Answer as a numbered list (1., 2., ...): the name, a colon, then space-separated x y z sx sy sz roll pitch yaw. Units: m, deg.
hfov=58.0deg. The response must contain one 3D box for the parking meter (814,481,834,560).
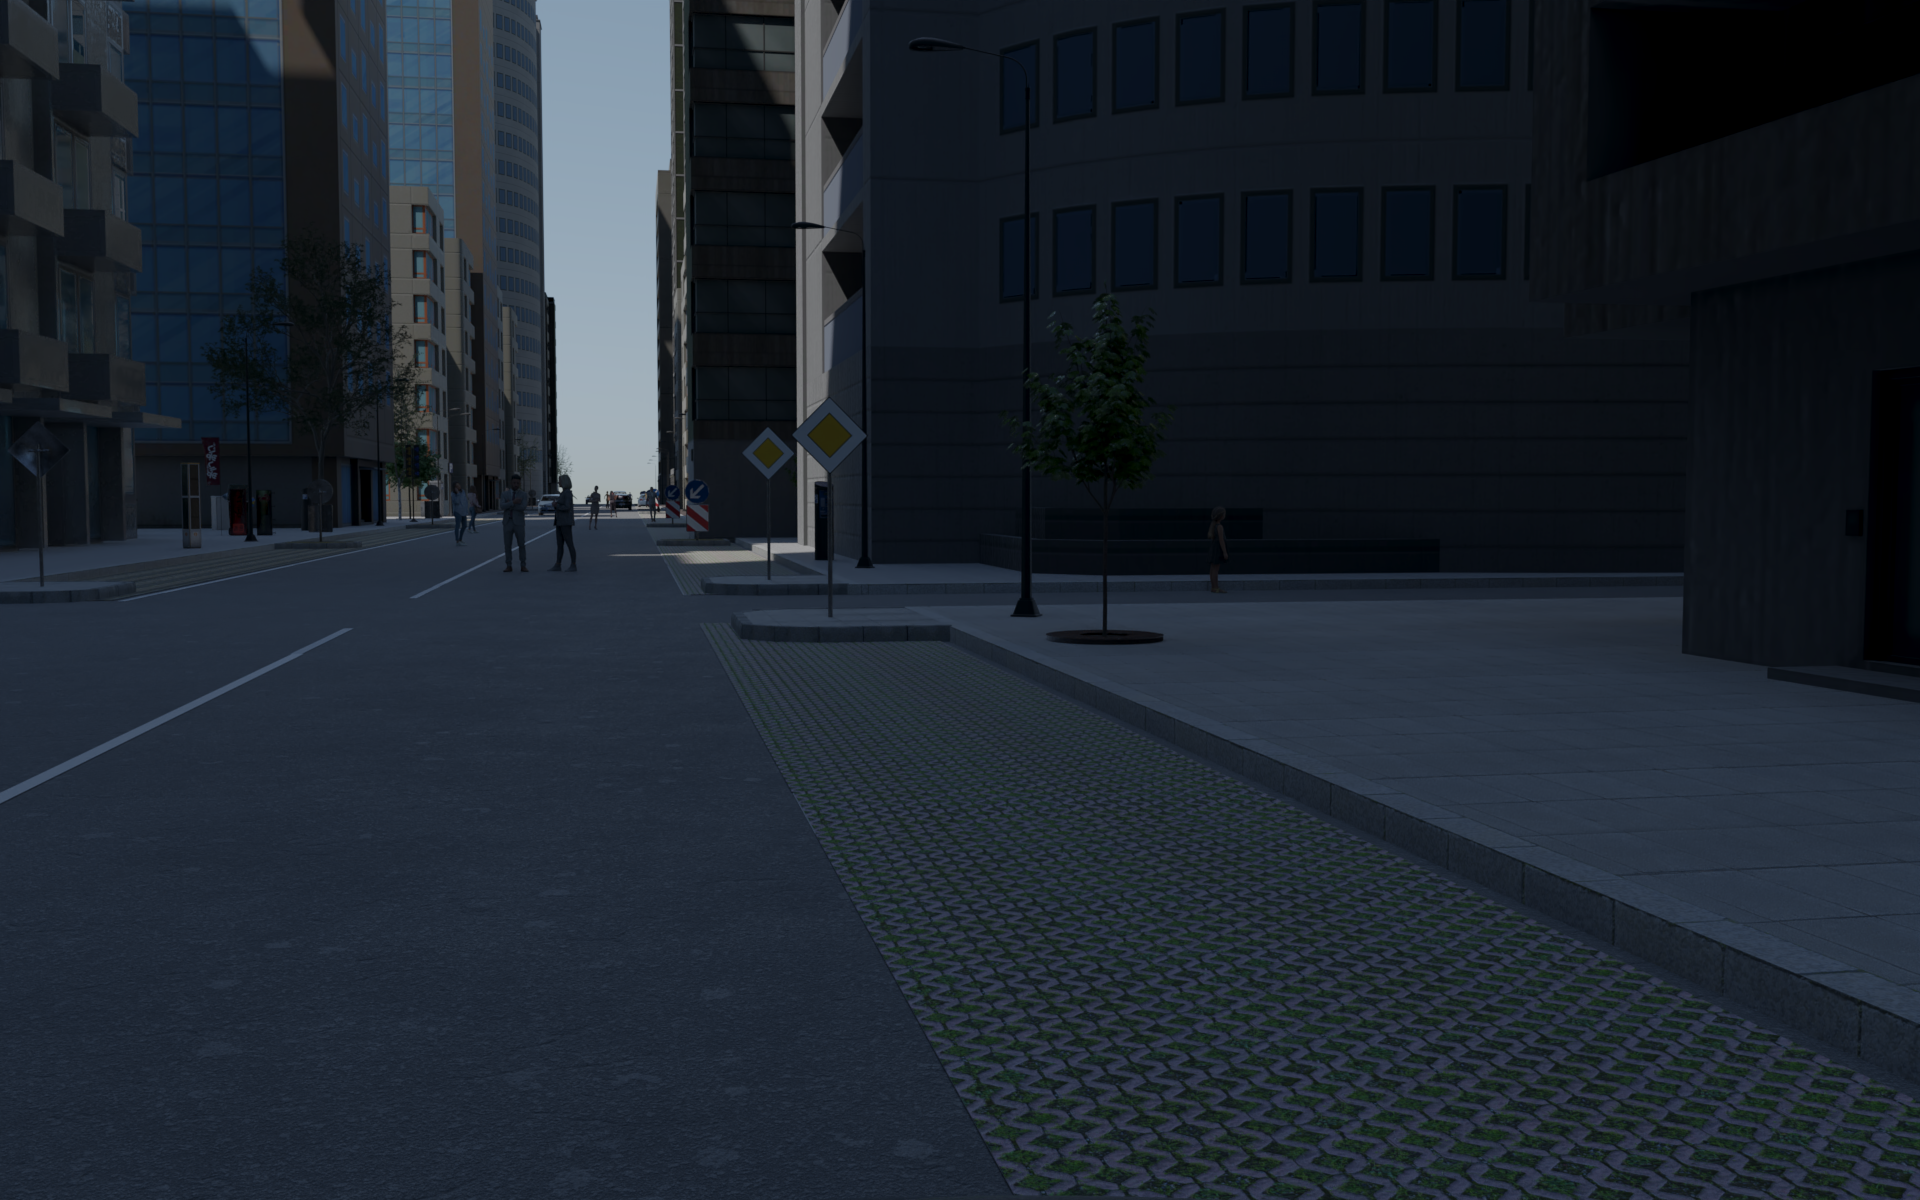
1. parking meter: -2.636 -1.540 33.592 0.372 1.533 0.369 0 3 0

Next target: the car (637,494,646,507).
1. car: -34.259 -10.832 189.105 2.014 1.417 4.499 -1 4 -12

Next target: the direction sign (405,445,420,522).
1. direction sign: -25.143 -5.358 79.596 0.379 3.537 0.876 2 4 23

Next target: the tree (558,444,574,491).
1. tree: -58.989 -18.610 254.636 4.360 8.622 3.978 0 3 0

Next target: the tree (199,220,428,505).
1. tree: -22.428 -7.683 60.028 8.767 10.594 7.601 0 4 6

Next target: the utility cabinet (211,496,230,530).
1. utility cabinet: -26.163 -3.093 61.735 0.306 1.237 1.020 2 4 27

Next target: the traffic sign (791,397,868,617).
1. traffic sign: -1.353 -0.877 17.974 0.795 2.450 0.064 -1 4 -11

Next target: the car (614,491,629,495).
1. car: -40.991 -12.226 208.575 2.281 1.827 5.304 -1 4 -12

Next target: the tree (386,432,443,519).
1. tree: -28.355 -6.445 89.085 4.285 4.588 4.351 0 3 0

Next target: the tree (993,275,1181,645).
1. tree: 1.366 -1.262 15.239 1.663 3.219 1.824 0 3 0

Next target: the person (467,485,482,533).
1. person: -17.807 -3.313 63.255 0.593 1.750 0.643 3 5 43

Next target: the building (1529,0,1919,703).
1. building: 11.583 -14.643 11.113 14.160 30.474 14.107 -1 4 -11

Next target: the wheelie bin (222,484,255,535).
1. wheelie bin: -22.557 -2.832 54.212 0.980 1.594 0.693 -1 4 -13

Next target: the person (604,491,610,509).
1. person: -34.426 -9.802 169.482 1.217 1.735 0.721 3 4 37

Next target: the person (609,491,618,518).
1. person: -21.152 -5.850 105.614 0.415 1.643 0.593 3 4 38

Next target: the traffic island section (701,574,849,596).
1. traffic island section: -2.834 -0.221 25.899 2.009 0.180 2.903 -1 4 -11

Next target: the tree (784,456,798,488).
1. tree: -3.926 -3.337 49.161 1.663 3.219 1.824 0 3 0

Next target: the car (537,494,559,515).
1. car: -27.987 -6.534 118.828 2.014 1.417 4.499 -1 4 -11

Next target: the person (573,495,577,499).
1. person: -33.543 -8.548 149.084 1.217 1.723 0.721 -2 4 -24

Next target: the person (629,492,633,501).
1. person: -45.577 -14.067 239.433 0.756 1.711 0.436 1 4 17

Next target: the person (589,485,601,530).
1. person: -14.694 -3.724 69.729 0.599 1.781 0.374 -2 4 -34

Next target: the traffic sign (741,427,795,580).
1. traffic sign: -2.855 -1.356 25.817 0.795 2.450 0.064 -1 4 -11

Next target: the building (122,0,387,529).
1. building: -31.128 -25.634 69.226 14.600 45.320 14.200 -1 4 -11

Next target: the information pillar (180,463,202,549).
1. information pillar: -18.138 -2.224 40.852 0.304 2.012 0.304 2 4 32

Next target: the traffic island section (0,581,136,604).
1. traffic island section: -12.746 -0.106 24.011 2.009 0.180 2.903 -1 4 -11

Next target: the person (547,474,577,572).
1. person: -7.359 -1.428 32.030 0.526 1.800 0.537 -1 4 -21

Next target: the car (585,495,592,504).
1. car: -51.939 -14.181 244.432 1.945 1.354 3.894 -1 4 -9

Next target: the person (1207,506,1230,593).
1. person: 3.749 -0.727 25.059 0.373 1.253 0.362 0 4 -7

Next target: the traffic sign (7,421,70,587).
1. traffic sign: -12.725 -1.242 23.954 0.795 2.450 0.064 -1 4 -11

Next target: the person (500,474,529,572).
1. person: -8.191 -1.416 31.834 0.511 1.800 0.466 -1 4 -22

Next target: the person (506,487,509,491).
1. person: -24.785 -5.301 95.188 0.660 1.820 0.620 -1 4 -13

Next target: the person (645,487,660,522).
1. person: -15.757 -4.905 88.817 0.709 1.813 0.853 -1 4 -20

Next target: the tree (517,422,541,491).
1. tree: -43.723 -13.527 171.527 4.360 8.622 3.978 0 3 0

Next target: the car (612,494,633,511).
1. car: -29.805 -8.727 152.479 2.009 1.686 4.222 -1 4 -12

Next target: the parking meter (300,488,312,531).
1. parking meter: -22.895 -3.197 60.675 0.372 1.533 0.369 0 3 0

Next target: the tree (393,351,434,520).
1. tree: -27.445 -8.186 84.197 4.360 8.622 3.978 0 3 0

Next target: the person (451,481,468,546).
1. person: -13.879 -2.401 48.017 0.793 1.790 0.793 -1 4 -10

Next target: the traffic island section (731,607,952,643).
1. traffic island section: -1.331 0.258 18.056 2.009 0.180 2.903 -1 4 -11

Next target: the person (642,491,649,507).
1. person: -33.370 -10.790 185.016 1.348 1.812 0.705 1 4 20
